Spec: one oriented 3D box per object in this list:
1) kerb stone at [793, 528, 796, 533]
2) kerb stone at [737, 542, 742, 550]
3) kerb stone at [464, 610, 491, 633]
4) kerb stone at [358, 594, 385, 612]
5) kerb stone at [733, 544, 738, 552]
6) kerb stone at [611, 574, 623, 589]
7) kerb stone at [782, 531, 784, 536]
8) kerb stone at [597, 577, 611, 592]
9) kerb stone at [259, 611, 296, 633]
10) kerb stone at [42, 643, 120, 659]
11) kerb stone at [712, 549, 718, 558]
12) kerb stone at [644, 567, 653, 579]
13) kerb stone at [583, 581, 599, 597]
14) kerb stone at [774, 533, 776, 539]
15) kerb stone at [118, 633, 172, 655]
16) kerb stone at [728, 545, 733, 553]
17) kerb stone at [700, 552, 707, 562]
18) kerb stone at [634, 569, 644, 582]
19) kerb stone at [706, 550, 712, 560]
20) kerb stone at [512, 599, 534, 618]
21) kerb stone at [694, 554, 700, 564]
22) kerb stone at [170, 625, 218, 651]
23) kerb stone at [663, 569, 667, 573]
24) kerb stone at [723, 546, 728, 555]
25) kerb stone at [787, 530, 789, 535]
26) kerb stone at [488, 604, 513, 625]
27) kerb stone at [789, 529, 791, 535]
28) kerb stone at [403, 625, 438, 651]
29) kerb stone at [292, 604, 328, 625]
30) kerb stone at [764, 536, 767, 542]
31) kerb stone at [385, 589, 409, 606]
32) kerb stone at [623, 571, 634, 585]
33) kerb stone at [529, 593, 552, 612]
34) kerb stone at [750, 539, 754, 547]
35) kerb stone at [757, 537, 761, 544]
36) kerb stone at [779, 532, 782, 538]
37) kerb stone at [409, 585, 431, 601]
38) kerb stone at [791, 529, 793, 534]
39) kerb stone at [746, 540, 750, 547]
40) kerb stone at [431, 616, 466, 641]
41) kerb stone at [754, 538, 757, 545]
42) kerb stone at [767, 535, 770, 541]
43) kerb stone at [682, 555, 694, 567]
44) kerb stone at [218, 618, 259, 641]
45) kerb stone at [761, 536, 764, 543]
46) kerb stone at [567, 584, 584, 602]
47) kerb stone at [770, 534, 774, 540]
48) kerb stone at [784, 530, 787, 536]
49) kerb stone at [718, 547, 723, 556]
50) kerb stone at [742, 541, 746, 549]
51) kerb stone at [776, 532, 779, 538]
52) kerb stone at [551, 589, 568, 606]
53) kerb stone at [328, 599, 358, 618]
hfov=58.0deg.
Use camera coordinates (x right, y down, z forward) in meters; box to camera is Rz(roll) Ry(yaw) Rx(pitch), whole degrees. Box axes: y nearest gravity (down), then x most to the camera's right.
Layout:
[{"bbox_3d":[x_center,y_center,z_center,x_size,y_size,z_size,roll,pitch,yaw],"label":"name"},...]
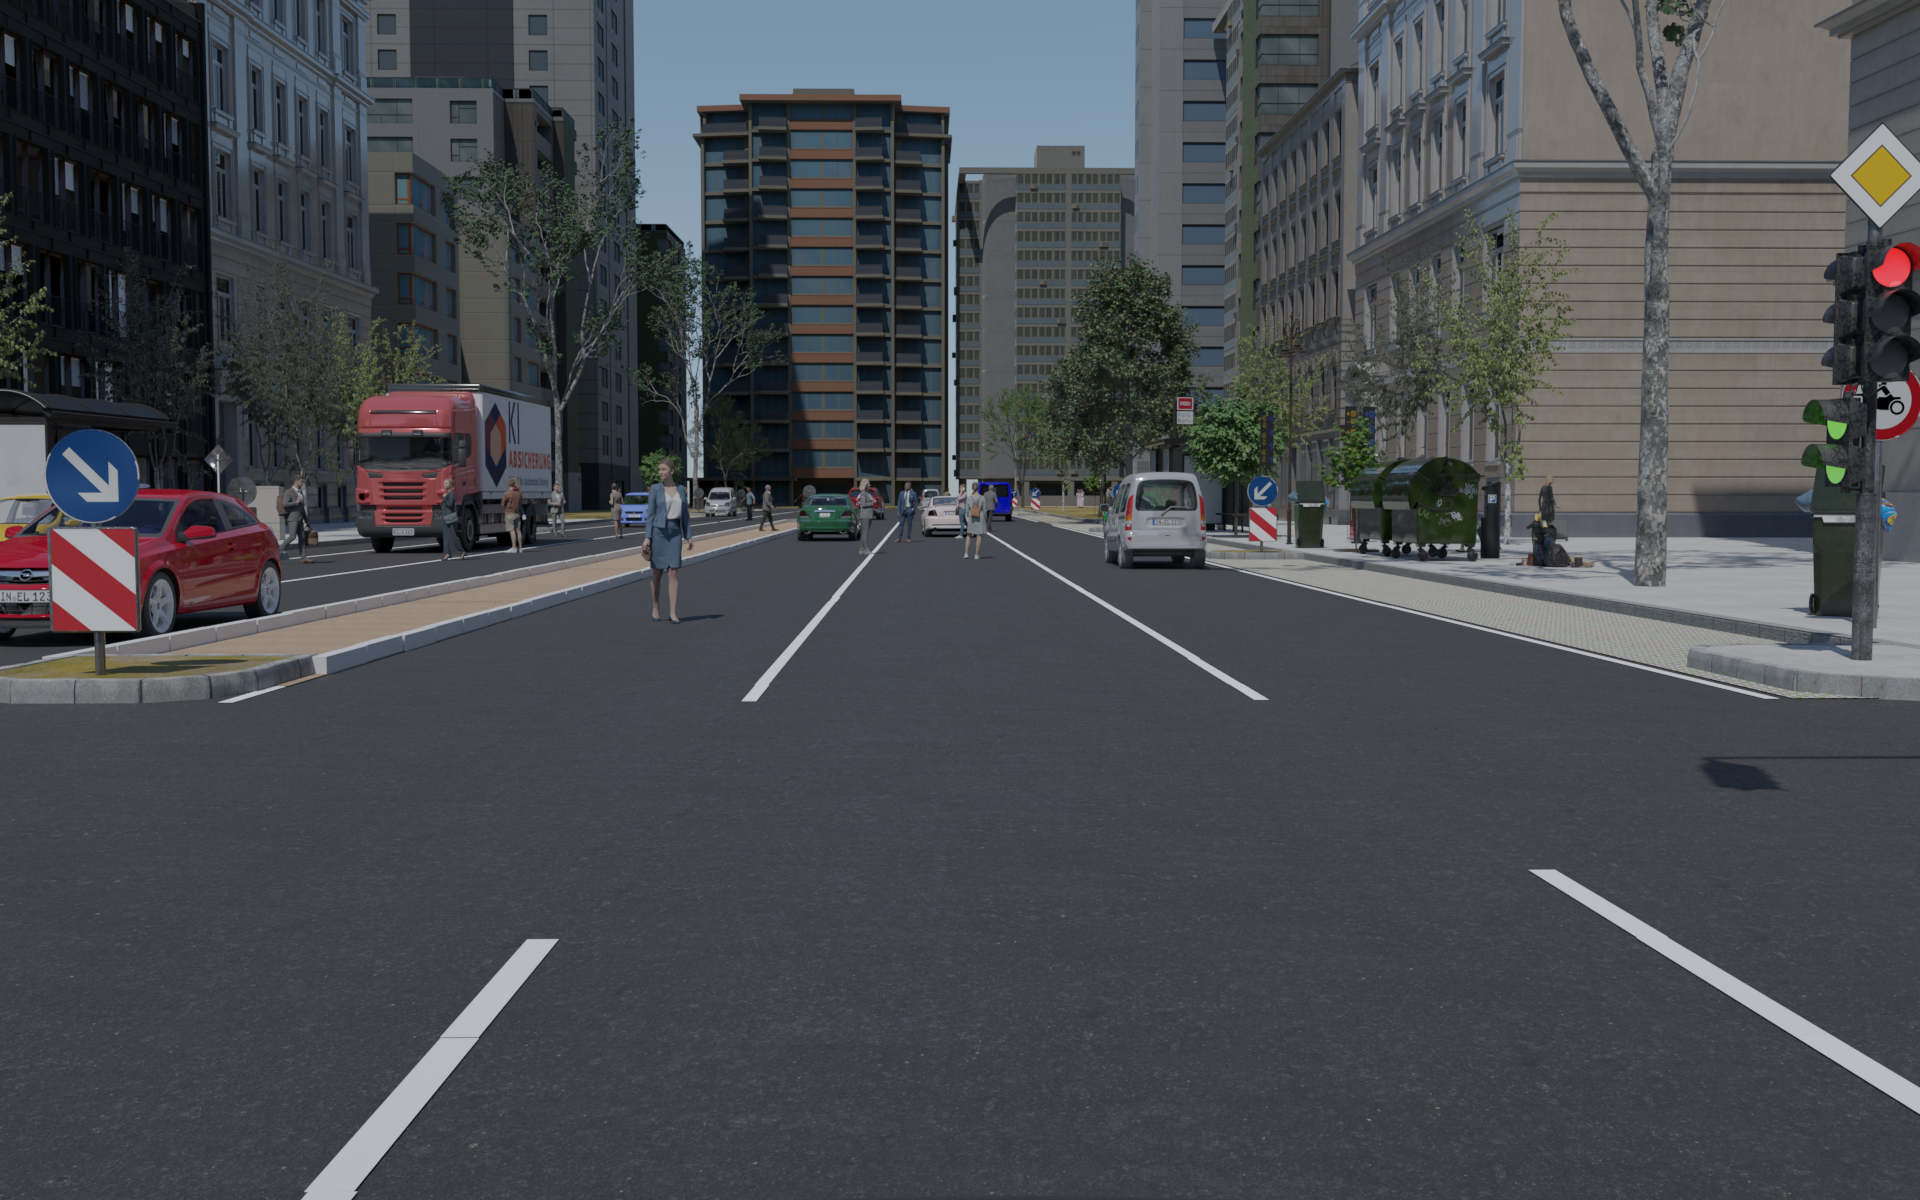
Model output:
[{"bbox_3d":[-6.106,-2.457,62.368,0.120,0.150,1.000,0,4,-1],"label":"kerb stone"},{"bbox_3d":[-5.717,-1.325,43.929,0.120,0.150,1.000,0,4,-1],"label":"kerb stone"},{"bbox_3d":[-5.172,0.238,18.308,0.120,0.150,1.000,0,4,-1],"label":"kerb stone"},{"bbox_3d":[-7.332,0.055,21.321,0.120,0.150,1.000,0,4,-1],"label":"kerb stone"},{"bbox_3d":[-5.689,-1.256,42.904,0.120,0.150,1.000,0,4,-1],"label":"kerb stone"},{"bbox_3d":[-5.345,-0.265,26.526,0.120,0.150,1.000,0,4,-1],"label":"kerb stone"},{"bbox_3d":[-6.000,-2.144,57.256,0.120,0.150,1.000,0,4,-1],"label":"kerb stone"},{"bbox_3d":[-5.323,-0.202,25.504,0.120,0.150,1.000,0,4,-1],"label":"kerb stone"},{"bbox_3d":[-7.265,0.250,18.254,0.120,0.150,1.000,0,4,-1],"label":"kerb stone"},{"bbox_3d":[-7.179,0.492,14.146,0.120,0.150,1.000,0,4,-1],"label":"kerb stone"},{"bbox_3d":[-5.605,-1.016,38.802,0.120,0.150,1.000,0,4,-1],"label":"kerb stone"},{"bbox_3d":[-5.404,-0.445,29.595,0.120,0.150,1.000,0,4,-1],"label":"kerb stone"},{"bbox_3d":[-5.297,-0.140,24.477,0.120,0.150,1.000,0,4,-1],"label":"kerb stone"},{"bbox_3d":[-5.934,-1.953,54.186,0.120,0.150,1.000,0,4,-1],"label":"kerb stone"},{"bbox_3d":[-7.205,0.429,15.174,0.120,0.150,1.000,0,4,-1],"label":"kerb stone"},{"bbox_3d":[-5.672,-1.204,41.882,0.120,0.150,1.000,0,4,-1],"label":"kerb stone"},{"bbox_3d":[-5.553,-0.886,36.758,0.120,0.150,1.000,0,4,-1],"label":"kerb stone"},{"bbox_3d":[-5.394,-0.390,28.570,0.120,0.150,1.000,0,4,-1],"label":"kerb stone"},{"bbox_3d":[-5.584,-0.949,37.780,0.120,0.150,1.000,0,4,-1],"label":"kerb stone"},{"bbox_3d":[-5.211,0.118,20.364,0.120,0.150,1.000,0,4,-1],"label":"kerb stone"},{"bbox_3d":[-5.533,-0.828,35.736,0.120,0.150,1.000,0,4,-1],"label":"kerb stone"},{"bbox_3d":[-7.227,0.367,16.198,0.120,0.150,1.000,0,4,-1],"label":"kerb stone"},{"bbox_3d":[-5.458,-0.578,31.642,0.120,0.150,1.000,0,4,-1],"label":"kerb stone"},{"bbox_3d":[-5.647,-1.141,40.853,0.120,0.150,1.000,0,4,-1],"label":"kerb stone"},{"bbox_3d":[-6.036,-2.270,59.302,0.120,0.150,1.000,0,4,-1],"label":"kerb stone"},{"bbox_3d":[-5.197,0.179,19.330,0.120,0.150,1.000,0,4,-1],"label":"kerb stone"},{"bbox_3d":[-6.058,-2.329,60.324,0.120,0.150,1.000,0,4,-1],"label":"kerb stone"},{"bbox_3d":[-5.119,0.367,16.246,0.120,0.150,1.000,0,4,-1],"label":"kerb stone"},{"bbox_3d":[-7.298,0.179,19.275,0.120,0.150,1.000,0,4,-1],"label":"kerb stone"},{"bbox_3d":[-5.864,-1.768,51.109,0.120,0.150,1.000,0,4,-1],"label":"kerb stone"},{"bbox_3d":[-7.355,-0.010,22.351,0.120,0.150,1.000,0,4,-1],"label":"kerb stone"},{"bbox_3d":[-5.367,-0.327,27.548,0.120,0.150,1.000,0,4,-1],"label":"kerb stone"},{"bbox_3d":[-5.237,0.049,21.390,0.120,0.150,1.000,0,4,-1],"label":"kerb stone"},{"bbox_3d":[-5.775,-1.513,47.008,0.120,0.150,1.000,0,4,-1],"label":"kerb stone"},{"bbox_3d":[-5.815,-1.643,49.063,0.120,0.150,1.000,0,4,-1],"label":"kerb stone"},{"bbox_3d":[-5.976,-2.082,56.234,0.120,0.150,1.000,0,4,-1],"label":"kerb stone"},{"bbox_3d":[-7.376,-0.072,23.373,0.120,0.150,1.000,0,4,-1],"label":"kerb stone"},{"bbox_3d":[-6.086,-2.391,61.346,0.120,0.150,1.000,0,4,-1],"label":"kerb stone"},{"bbox_3d":[-5.761,-1.455,45.980,0.120,0.150,1.000,0,4,-1],"label":"kerb stone"},{"bbox_3d":[-5.150,0.300,17.283,0.120,0.150,1.000,0,4,-1],"label":"kerb stone"},{"bbox_3d":[-5.806,-1.580,48.032,0.120,0.150,1.000,0,4,-1],"label":"kerb stone"},{"bbox_3d":[-5.889,-1.832,52.142,0.120,0.150,1.000,0,4,-1],"label":"kerb stone"},{"bbox_3d":[-5.515,-0.765,34.711,0.120,0.150,1.000,0,4,-1],"label":"kerb stone"},{"bbox_3d":[-7.246,0.307,17.221,0.120,0.150,1.000,0,4,-1],"label":"kerb stone"},{"bbox_3d":[-5.845,-1.706,50.085,0.120,0.150,1.000,0,4,-1],"label":"kerb stone"},{"bbox_3d":[-5.279,-0.076,23.444,0.120,0.150,1.000,0,4,-1],"label":"kerb stone"},{"bbox_3d":[-5.904,-1.891,53.164,0.120,0.150,1.000,0,4,-1],"label":"kerb stone"},{"bbox_3d":[-6.017,-2.207,58.278,0.120,0.150,1.000,0,4,-1],"label":"kerb stone"},{"bbox_3d":[-5.623,-1.079,39.830,0.120,0.150,1.000,0,4,-1],"label":"kerb stone"},{"bbox_3d":[-5.733,-1.392,44.956,0.120,0.150,1.000,0,4,-1],"label":"kerb stone"},{"bbox_3d":[-5.964,-2.019,55.208,0.120,0.150,1.000,0,4,-1],"label":"kerb stone"},{"bbox_3d":[-5.267,-0.014,22.420,0.120,0.150,1.000,0,4,-1],"label":"kerb stone"},{"bbox_3d":[-7.311,0.117,20.297,0.120,0.150,1.000,0,4,-1],"label":"kerb stone"}]
